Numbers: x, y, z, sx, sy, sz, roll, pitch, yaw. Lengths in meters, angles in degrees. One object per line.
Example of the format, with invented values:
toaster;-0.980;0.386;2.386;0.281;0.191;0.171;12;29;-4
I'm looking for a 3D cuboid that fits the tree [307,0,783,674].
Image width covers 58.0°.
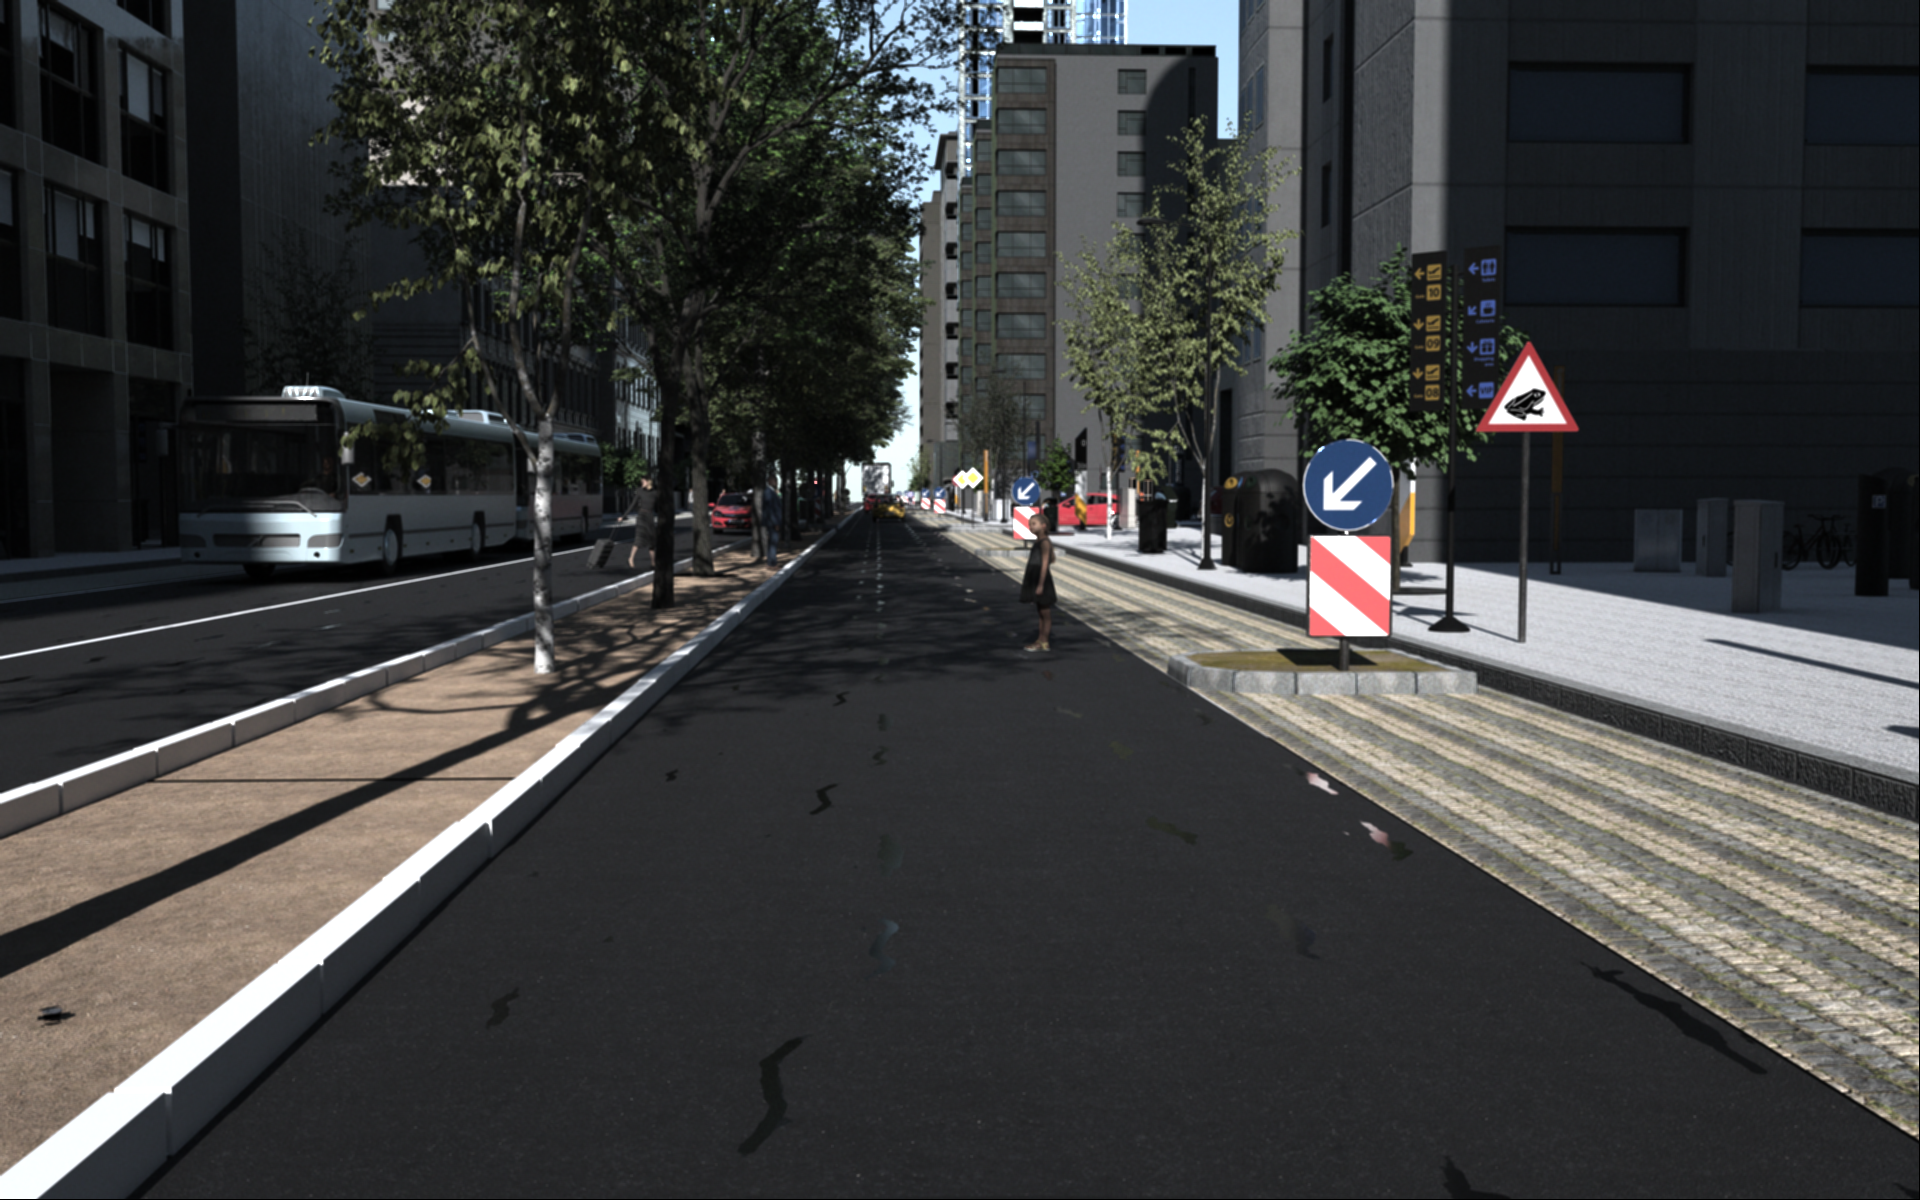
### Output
tree;-3.360;-3.728;13.770;4.737;8.622;4.395;0;3;0

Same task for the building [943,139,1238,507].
building;14.505;-29.829;179.588;32.217;40.220;23.993;0;4;-3

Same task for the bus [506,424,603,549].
bus;-12.051;-3.211;47.354;2.948;3.499;13.247;0;4;-3

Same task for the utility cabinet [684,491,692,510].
utility cabinet;-21.141;-7.753;135.444;0.318;1.500;1.173;1;4;21

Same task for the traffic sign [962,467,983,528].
traffic sign;0.483;-3.744;64.851;0.795;2.450;0.064;0;4;-3

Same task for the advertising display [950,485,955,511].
advertising display;-0.540;-7.516;128.093;0.123;1.923;0.974;-1;4;-15

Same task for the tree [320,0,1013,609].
tree;-3.712;-5.141;20.931;8.767;10.594;7.601;0;4;-3

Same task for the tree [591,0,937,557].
tree;-4.409;-7.212;38.495;7.486;12.596;7.792;0;3;0

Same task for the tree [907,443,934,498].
tree;-5.310;-17.824;241.780;4.737;8.622;4.395;0;3;0

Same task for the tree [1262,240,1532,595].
tree;5.700;-2.382;22.666;4.285;4.588;4.351;0;3;0

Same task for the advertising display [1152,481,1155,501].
advertising display;9.911;-5.110;88.755;0.123;1.923;0.974;0;4;8

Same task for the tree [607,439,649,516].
tree;-19.330;-6.523;90.364;4.285;4.588;4.351;0;3;0

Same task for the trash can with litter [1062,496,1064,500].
trash can with litter;4.879;-4.730;88.728;0.624;1.170;1.055;-3;4;-36

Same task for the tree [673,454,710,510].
tree;-22.046;-9.637;141.278;4.285;4.588;4.351;0;3;0

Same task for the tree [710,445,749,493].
tree;-23.358;-13.860;176.975;4.360;8.622;3.978;0;3;0

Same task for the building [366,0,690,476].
building;-39.508;-34.871;159.375;28.713;52.752;27.495;0;4;-3

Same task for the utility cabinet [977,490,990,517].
utility cabinet;1.308;-5.459;97.931;0.318;1.500;1.173;2;4;23

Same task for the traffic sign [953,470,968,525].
traffic sign;0.101;-4.231;72.826;0.795;2.450;0.064;0;4;-3

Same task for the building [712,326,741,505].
building;-34.273;-26.843;210.586;14.160;30.474;14.107;0;4;-3

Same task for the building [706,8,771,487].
building;-41.136;-58.810;274.212;22.319;86.520;31.000;0;4;-3

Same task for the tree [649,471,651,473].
tree;-20.003;-7.269;102.559;4.285;4.588;4.351;0;3;0

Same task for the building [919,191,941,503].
building;4.529;-39.642;271.851;21.300;48.544;21.600;0;4;-3

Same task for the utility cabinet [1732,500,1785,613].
utility cabinet;8.781;-0.482;19.039;0.306;1.237;1.020;3;4;38

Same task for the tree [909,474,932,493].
tree;-5.683;-16.187;248.371;4.285;4.588;4.351;0;3;0

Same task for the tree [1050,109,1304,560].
tree;4.565;-5.073;33.298;4.737;8.622;4.395;0;3;0

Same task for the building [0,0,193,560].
building;-27.575;-13.452;24.455;19.350;26.468;34.151;0;4;-3

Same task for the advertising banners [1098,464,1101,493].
advertising banners;8.096;-6.389;100.645;0.090;3.025;2.074;0;4;1

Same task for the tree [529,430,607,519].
tree;-19.101;-5.850;79.363;4.285;4.588;4.351;0;3;0

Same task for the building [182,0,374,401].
building;-35.232;-14.387;54.287;30.058;24.678;14.314;0;4;-3

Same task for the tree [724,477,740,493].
tree;-25.615;-12.463;198.368;1.663;3.219;1.824;0;3;0

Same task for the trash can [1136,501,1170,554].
trash can;4.171;-1.577;37.441;0.748;1.137;0.748;0;3;0

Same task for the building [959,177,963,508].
building;6.804;-23.779;160.482;14.160;30.474;14.107;0;4;-3

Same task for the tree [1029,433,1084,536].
tree;3.166;-3.635;54.040;1.663;3.219;1.824;0;3;0

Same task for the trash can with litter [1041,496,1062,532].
trash can with litter;2.989;-2.916;59.071;0.624;1.170;1.055;-1;4;-8

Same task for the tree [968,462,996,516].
tree;1.138;-6.416;99.508;1.663;3.219;1.824;0;3;0

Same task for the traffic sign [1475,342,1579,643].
traffic sign;4.847;-0.909;14.870;0.884;2.594;0.081;0;4;-1

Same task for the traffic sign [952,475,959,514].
traffic sign;-0.143;-6.982;114.260;0.768;2.556;0.104;0;4;1

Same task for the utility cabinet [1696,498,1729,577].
utility cabinet;11.806;-0.983;27.227;0.306;1.237;1.020;1;4;14

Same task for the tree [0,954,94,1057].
tree;-3.044;-5.598;4.352;12.009;13.543;11.850;0;3;0

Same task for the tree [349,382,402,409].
tree;-17.537;-4.095;50.670;4.285;4.588;4.351;0;3;0

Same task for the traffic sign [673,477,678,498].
traffic sign;-21.007;-7.749;126.804;0.768;2.556;0.104;0;4;3

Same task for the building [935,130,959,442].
building;11.085;-40.261;247.506;28.713;52.752;27.495;0;4;-3

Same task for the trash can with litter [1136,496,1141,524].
trash can with litter;7.147;-3.879;74.487;2.233;1.210;1.678;1;4;19

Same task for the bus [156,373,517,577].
bus;-11.198;-2.322;32.832;2.948;3.499;13.247;0;4;-2

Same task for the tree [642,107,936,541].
tree;-5.143;-8.756;52.265;9.857;13.997;8.962;0;3;0

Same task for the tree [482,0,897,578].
tree;-4.556;-6.208;29.716;9.928;11.665;9.643;0;3;0

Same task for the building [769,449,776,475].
building;-39.192;-39.635;298.146;14.600;45.320;14.200;0;4;-3

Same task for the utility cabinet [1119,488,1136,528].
utility cabinet;6.223;-3.401;64.277;0.318;1.500;1.173;-1;4;-11

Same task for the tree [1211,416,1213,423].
tree;17.001;-9.463;105.082;4.360;8.622;3.978;0;3;0

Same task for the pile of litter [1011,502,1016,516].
pile of litter;3.269;-5.261;99.987;1.176;0.858;1.719;0;4;5

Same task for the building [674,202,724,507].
building;-37.576;-32.630;188.118;22.147;44.769;28.867;0;4;-3

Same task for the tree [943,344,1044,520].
tree;1.472;-8.234;84.995;4.360;8.622;3.978;0;3;0

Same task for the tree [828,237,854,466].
tree;-4.526;-5.634;44.932;4.737;8.622;4.395;0;3;0

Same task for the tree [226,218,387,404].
tree;-17.188;-5.862;46.211;4.360;8.622;3.978;0;3;0

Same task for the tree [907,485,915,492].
tree;-8.328;-18.678;299.990;1.663;3.219;1.824;0;3;0

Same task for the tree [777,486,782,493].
tree;-30.091;-18.394;295.342;1.663;3.219;1.824;0;3;0

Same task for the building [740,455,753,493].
building;-39.562;-36.148;245.649;22.147;44.769;28.867;0;4;-3

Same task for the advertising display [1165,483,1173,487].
advertising display;12.003;-5.637;97.385;0.974;1.923;0.123;1;4;18

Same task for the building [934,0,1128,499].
building;8.511;-54.599;205.365;22.319;86.520;31.000;0;4;-3

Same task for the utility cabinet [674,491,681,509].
utility cabinet;-23.618;-8.303;144.433;0.318;1.500;1.173;-2;4;-32
